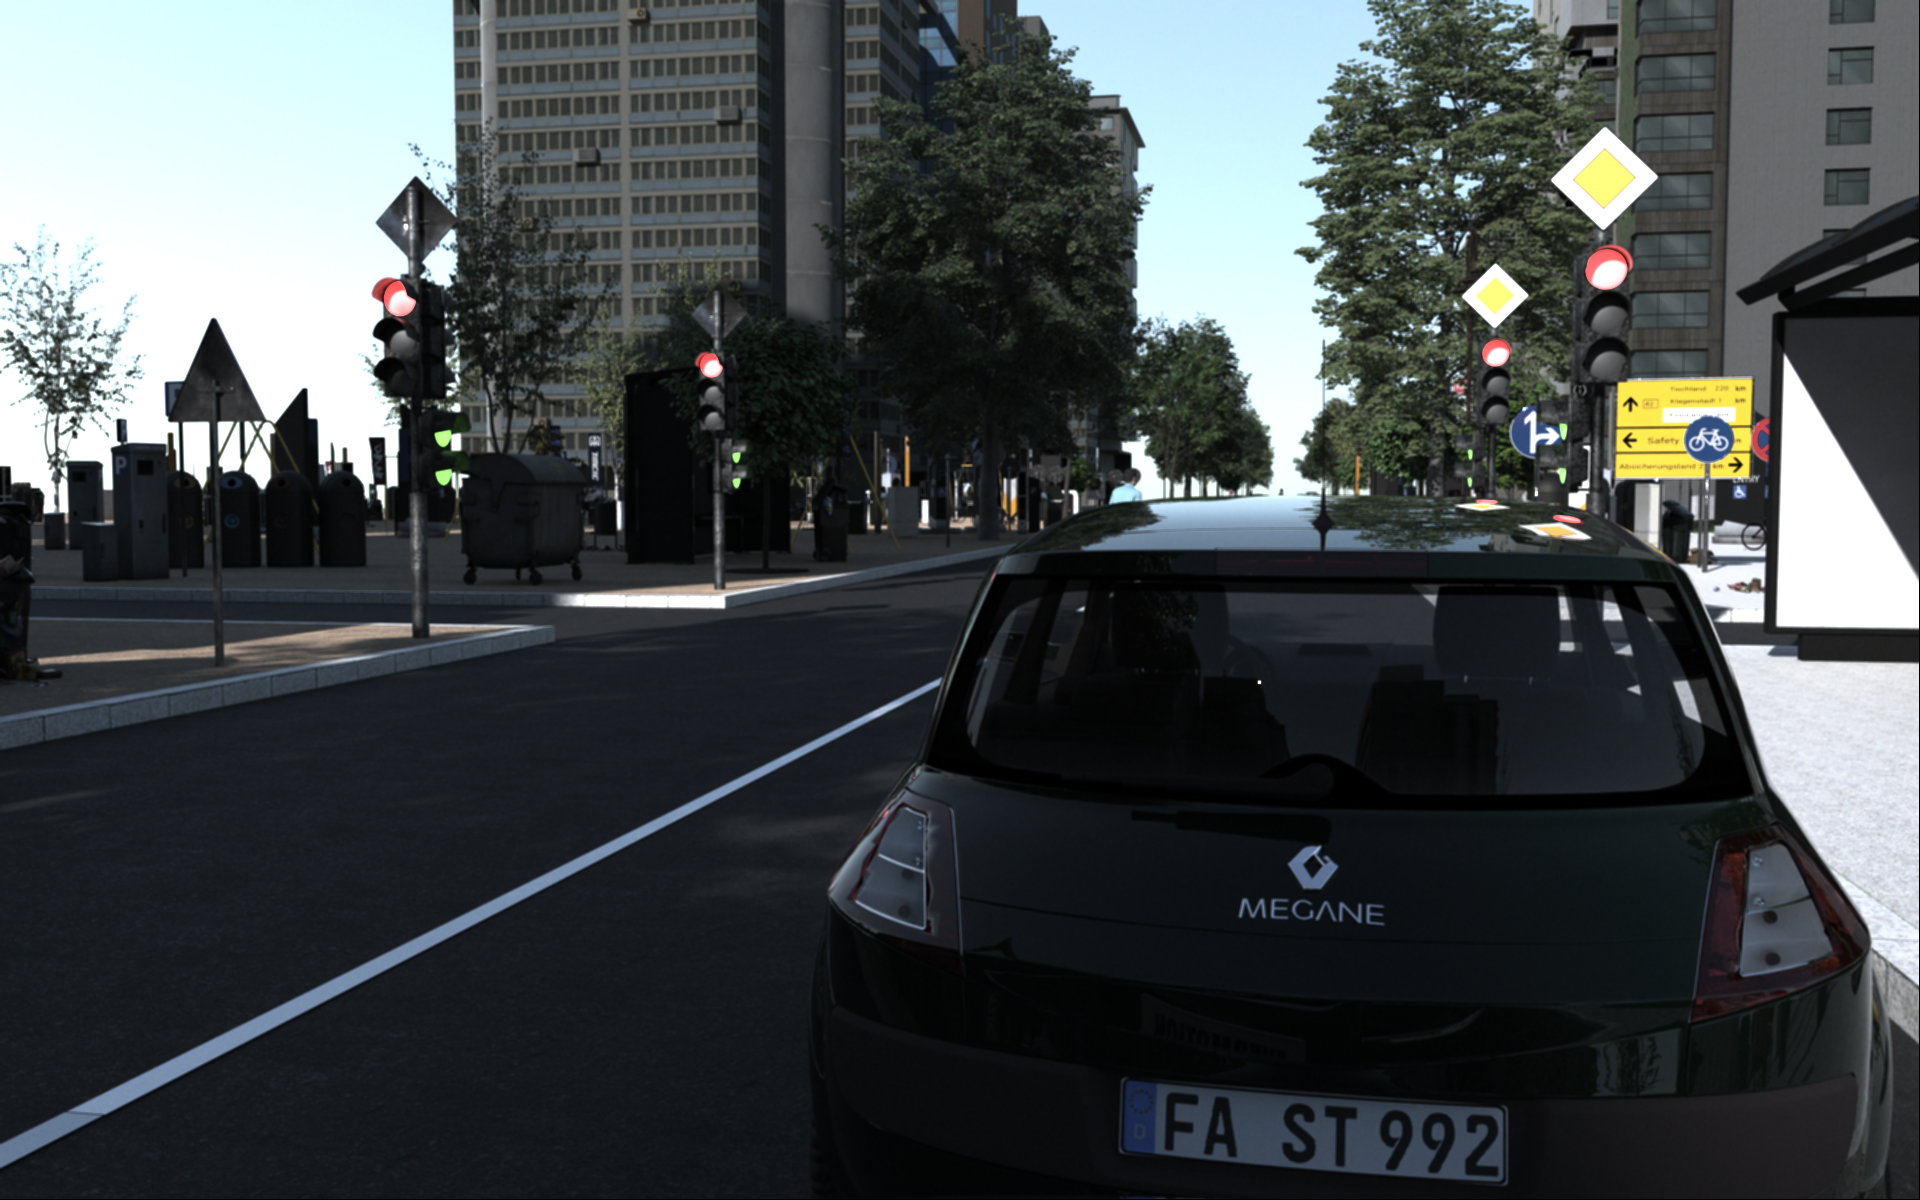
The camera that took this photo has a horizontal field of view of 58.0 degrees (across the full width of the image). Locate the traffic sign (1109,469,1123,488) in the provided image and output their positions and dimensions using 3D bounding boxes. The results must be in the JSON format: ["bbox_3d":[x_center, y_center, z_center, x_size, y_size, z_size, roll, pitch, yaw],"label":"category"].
[{"bbox_3d":[7.940,-5.395,88.320,0.768,2.556,0.104,1,4,16],"label":"traffic sign"}]

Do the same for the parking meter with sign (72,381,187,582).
[{"bbox_3d":[-12.355,-1.821,26.031,0.543,3.016,1.738,1,4,23],"label":"parking meter with sign"}]

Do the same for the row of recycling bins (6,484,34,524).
[{"bbox_3d":[-39.861,-4.008,72.637,1.069,1.692,3.534,-1,4,-11],"label":"row of recycling bins"}]

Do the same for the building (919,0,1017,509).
[{"bbox_3d":[-3.677,-29.425,131.213,14.600,45.320,14.200,1,4,11],"label":"building"}]

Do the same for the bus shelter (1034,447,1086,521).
[{"bbox_3d":[5.011,-5.815,86.356,1.731,3.624,6.357,1,4,11],"label":"bus shelter"}]

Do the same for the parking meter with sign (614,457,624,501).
[{"bbox_3d":[-15.996,-5.309,83.058,0.543,3.016,1.738,1,4,11],"label":"parking meter with sign"}]

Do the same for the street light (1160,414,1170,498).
[{"bbox_3d":[11.664,-7.702,98.707,0.468,5.910,1.993,1,4,11],"label":"street light"}]

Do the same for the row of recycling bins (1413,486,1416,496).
[{"bbox_3d":[23.985,-5.162,91.511,1.069,1.692,3.534,2,4,31],"label":"row of recycling bins"}]

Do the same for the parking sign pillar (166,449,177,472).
[{"bbox_3d":[-47.418,-7.031,103.423,1.447,3.967,1.447,1,4,22],"label":"parking sign pillar"}]

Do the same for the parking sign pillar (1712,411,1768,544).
[{"bbox_3d":[20.287,-3.446,44.808,1.447,3.967,1.447,-3,4,-39],"label":"parking sign pillar"}]

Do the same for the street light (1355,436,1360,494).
[{"bbox_3d":[23.723,-8.015,103.826,0.468,5.910,1.993,1,4,11],"label":"street light"}]

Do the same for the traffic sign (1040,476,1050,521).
[{"bbox_3d":[3.838,-5.039,82.389,0.884,2.594,0.081,1,4,20],"label":"traffic sign"}]

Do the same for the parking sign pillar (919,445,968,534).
[{"bbox_3d":[-0.701,-4.138,56.128,1.447,3.967,1.447,-1,4,-12],"label":"parking sign pillar"}]

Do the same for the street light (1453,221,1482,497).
[{"bbox_3d":[8.711,-3.477,29.634,0.468,5.910,1.993,1,4,11],"label":"street light"}]

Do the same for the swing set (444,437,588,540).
[{"bbox_3d":[-12.521,-3.120,48.635,2.862,2.851,3.119,1,4,18],"label":"swing set"}]

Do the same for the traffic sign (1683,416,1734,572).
[{"bbox_3d":[12.197,-1.724,28.286,0.768,2.556,0.104,1,4,13],"label":"traffic sign"}]

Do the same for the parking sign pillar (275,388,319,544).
[{"bbox_3d":[-17.046,-3.429,44.533,1.447,3.967,1.447,3,4,36],"label":"parking sign pillar"}]

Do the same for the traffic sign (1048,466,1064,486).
[{"bbox_3d":[4.272,-4.724,77.337,0.768,2.556,0.104,1,4,17],"label":"traffic sign"}]

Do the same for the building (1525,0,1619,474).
[{"bbox_3d":[59.971,-33.386,135.107,28.713,52.752,27.495,1,4,11],"label":"building"}]

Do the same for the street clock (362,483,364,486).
[{"bbox_3d":[-36.531,-6.166,105.390,0.471,2.002,0.358,-2,4,-32],"label":"street clock"}]

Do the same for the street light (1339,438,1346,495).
[{"bbox_3d":[30.314,-10.003,136.339,0.468,5.910,1.993,1,4,11],"label":"street light"}]

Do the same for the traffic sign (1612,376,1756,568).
[{"bbox_3d":[12.602,-2.224,30.238,2.265,3.308,0.079,1,4,19],"label":"traffic sign"}]

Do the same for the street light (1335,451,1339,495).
[{"bbox_3d":[37.018,-12.008,169.117,0.468,5.910,1.993,1,4,11],"label":"street light"}]

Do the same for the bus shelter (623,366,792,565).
[{"bbox_3d":[-4.750,-2.644,34.513,1.731,3.624,6.357,1,4,11],"label":"bus shelter"}]

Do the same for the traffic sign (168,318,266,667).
[{"bbox_3d":[-5.510,-0.784,12.816,0.884,2.594,0.081,1,4,19],"label":"traffic sign"}]

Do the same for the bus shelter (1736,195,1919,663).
[{"bbox_3d":[6.517,-1.027,10.718,2.014,3.302,5.546,1,4,11],"label":"bus shelter"}]

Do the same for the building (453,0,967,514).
[{"bbox_3d":[-15.913,-25.835,114.279,32.217,40.220,23.993,1,4,11],"label":"building"}]

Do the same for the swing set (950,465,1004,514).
[{"bbox_3d":[0.835,-5.858,93.391,3.119,2.851,2.862,1,4,12],"label":"swing set"}]

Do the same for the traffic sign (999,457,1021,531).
[{"bbox_3d":[1.727,-3.679,60.251,0.768,2.556,0.104,1,4,15],"label":"traffic sign"}]

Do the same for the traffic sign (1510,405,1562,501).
[{"bbox_3d":[8.260,-1.511,24.817,0.768,2.556,0.104,1,4,16],"label":"traffic sign"}]

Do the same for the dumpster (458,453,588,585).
[{"bbox_3d":[-6.320,-1.180,25.059,1.264,1.857,1.865,1,4,11],"label":"dumpster"}]

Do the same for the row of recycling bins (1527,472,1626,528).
[{"bbox_3d":[12.081,-1.658,34.225,1.069,1.692,3.534,2,4,35],"label":"row of recycling bins"}]

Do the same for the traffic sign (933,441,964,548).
[{"bbox_3d":[-0.288,-2.532,41.505,0.768,2.556,0.104,1,4,15],"label":"traffic sign"}]

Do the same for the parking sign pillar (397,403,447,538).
[{"bbox_3d":[-15.939,-3.839,51.234,1.447,3.967,1.447,1,4,9],"label":"parking sign pillar"}]

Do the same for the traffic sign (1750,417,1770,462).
[{"bbox_3d":[13.254,-1.719,28.212,0.768,2.556,0.104,1,4,12],"label":"traffic sign"}]

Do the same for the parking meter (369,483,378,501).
[{"bbox_3d":[-31.384,-5.318,92.658,0.399,1.863,0.255,-1,4,-9],"label":"parking meter"}]

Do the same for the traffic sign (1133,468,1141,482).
[{"bbox_3d":[8.439,-5.158,84.434,0.768,2.556,0.104,1,4,18],"label":"traffic sign"}]

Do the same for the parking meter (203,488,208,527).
[{"bbox_3d":[-29.733,-3.679,68.559,0.372,1.533,0.369,0,3,0],"label":"parking meter"}]

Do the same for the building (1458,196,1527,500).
[{"bbox_3d":[80.291,-33.063,232.463,32.217,40.220,23.993,1,4,11],"label":"building"}]

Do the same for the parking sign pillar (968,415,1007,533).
[{"bbox_3d":[0.867,-4.270,58.293,1.447,3.967,1.447,-1,4,-21],"label":"parking sign pillar"}]

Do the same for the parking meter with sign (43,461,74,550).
[{"bbox_3d":[-20.171,-2.671,39.933,1.738,3.016,0.543,-1,4,-11],"label":"parking meter with sign"}]

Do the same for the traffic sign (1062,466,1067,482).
[{"bbox_3d":[4.861,-4.768,78.060,0.768,2.556,0.104,1,4,14],"label":"traffic sign"}]

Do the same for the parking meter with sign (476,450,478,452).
[{"bbox_3d":[-18.504,-4.483,69.563,1.738,3.016,0.543,-1,4,-16],"label":"parking meter with sign"}]

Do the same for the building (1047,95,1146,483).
[{"bbox_3d":[9.644,-39.517,235.341,28.713,52.752,27.495,1,4,11],"label":"building"}]

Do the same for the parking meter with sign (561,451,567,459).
[{"bbox_3d":[-16.397,-4.504,69.895,0.543,3.016,1.738,0,4,5],"label":"parking meter with sign"}]

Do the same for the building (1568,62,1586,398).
[{"bbox_3d":[48.329,-21.105,116.769,14.160,30.474,14.107,1,4,11],"label":"building"}]

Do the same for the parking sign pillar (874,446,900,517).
[{"bbox_3d":[-3.615,-5.965,86.003,1.447,3.967,1.447,0,4,-5],"label":"parking sign pillar"}]

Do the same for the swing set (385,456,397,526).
[{"bbox_3d":[-22.357,-4.522,71.546,3.119,2.851,2.862,-1,4,-20],"label":"swing set"}]

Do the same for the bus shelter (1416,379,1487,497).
[{"bbox_3d":[16.229,-4.908,57.878,2.179,5.291,8.768,1,4,11],"label":"bus shelter"}]

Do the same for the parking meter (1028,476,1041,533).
[{"bbox_3d":[2.479,-3.169,57.519,0.399,1.863,0.255,1,4,17],"label":"parking meter"}]

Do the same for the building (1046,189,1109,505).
[{"bbox_3d":[3.804,-31.675,209.759,32.217,40.220,23.993,1,4,11],"label":"building"}]

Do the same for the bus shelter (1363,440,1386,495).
[{"bbox_3d":[18.862,-5.247,77.074,1.731,3.624,6.357,1,4,12],"label":"bus shelter"}]

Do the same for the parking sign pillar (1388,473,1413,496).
[{"bbox_3d":[17.531,-4.917,68.867,1.447,3.967,1.447,3,5,41],"label":"parking sign pillar"}]

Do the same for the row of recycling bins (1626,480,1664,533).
[{"bbox_3d":[18.323,-2.435,46.923,1.069,1.692,3.534,1,4,14],"label":"row of recycling bins"}]

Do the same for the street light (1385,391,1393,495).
[{"bbox_3d":[15.260,-5.449,61.883,0.468,5.910,1.993,1,4,11],"label":"street light"}]

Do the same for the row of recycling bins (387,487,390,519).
[{"bbox_3d":[-27.834,-4.891,87.076,1.069,1.692,3.534,-3,5,-44],"label":"row of recycling bins"}]

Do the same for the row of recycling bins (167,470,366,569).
[{"bbox_3d":[-12.289,-1.426,30.434,3.534,1.692,1.069,-1,4,-12],"label":"row of recycling bins"}]

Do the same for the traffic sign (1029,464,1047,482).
[{"bbox_3d":[3.308,-4.510,73.852,0.768,2.556,0.104,1,4,15],"label":"traffic sign"}]

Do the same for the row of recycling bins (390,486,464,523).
[{"bbox_3d":[-23.290,-4.272,76.967,3.534,1.692,1.069,-2,4,-25],"label":"row of recycling bins"}]
